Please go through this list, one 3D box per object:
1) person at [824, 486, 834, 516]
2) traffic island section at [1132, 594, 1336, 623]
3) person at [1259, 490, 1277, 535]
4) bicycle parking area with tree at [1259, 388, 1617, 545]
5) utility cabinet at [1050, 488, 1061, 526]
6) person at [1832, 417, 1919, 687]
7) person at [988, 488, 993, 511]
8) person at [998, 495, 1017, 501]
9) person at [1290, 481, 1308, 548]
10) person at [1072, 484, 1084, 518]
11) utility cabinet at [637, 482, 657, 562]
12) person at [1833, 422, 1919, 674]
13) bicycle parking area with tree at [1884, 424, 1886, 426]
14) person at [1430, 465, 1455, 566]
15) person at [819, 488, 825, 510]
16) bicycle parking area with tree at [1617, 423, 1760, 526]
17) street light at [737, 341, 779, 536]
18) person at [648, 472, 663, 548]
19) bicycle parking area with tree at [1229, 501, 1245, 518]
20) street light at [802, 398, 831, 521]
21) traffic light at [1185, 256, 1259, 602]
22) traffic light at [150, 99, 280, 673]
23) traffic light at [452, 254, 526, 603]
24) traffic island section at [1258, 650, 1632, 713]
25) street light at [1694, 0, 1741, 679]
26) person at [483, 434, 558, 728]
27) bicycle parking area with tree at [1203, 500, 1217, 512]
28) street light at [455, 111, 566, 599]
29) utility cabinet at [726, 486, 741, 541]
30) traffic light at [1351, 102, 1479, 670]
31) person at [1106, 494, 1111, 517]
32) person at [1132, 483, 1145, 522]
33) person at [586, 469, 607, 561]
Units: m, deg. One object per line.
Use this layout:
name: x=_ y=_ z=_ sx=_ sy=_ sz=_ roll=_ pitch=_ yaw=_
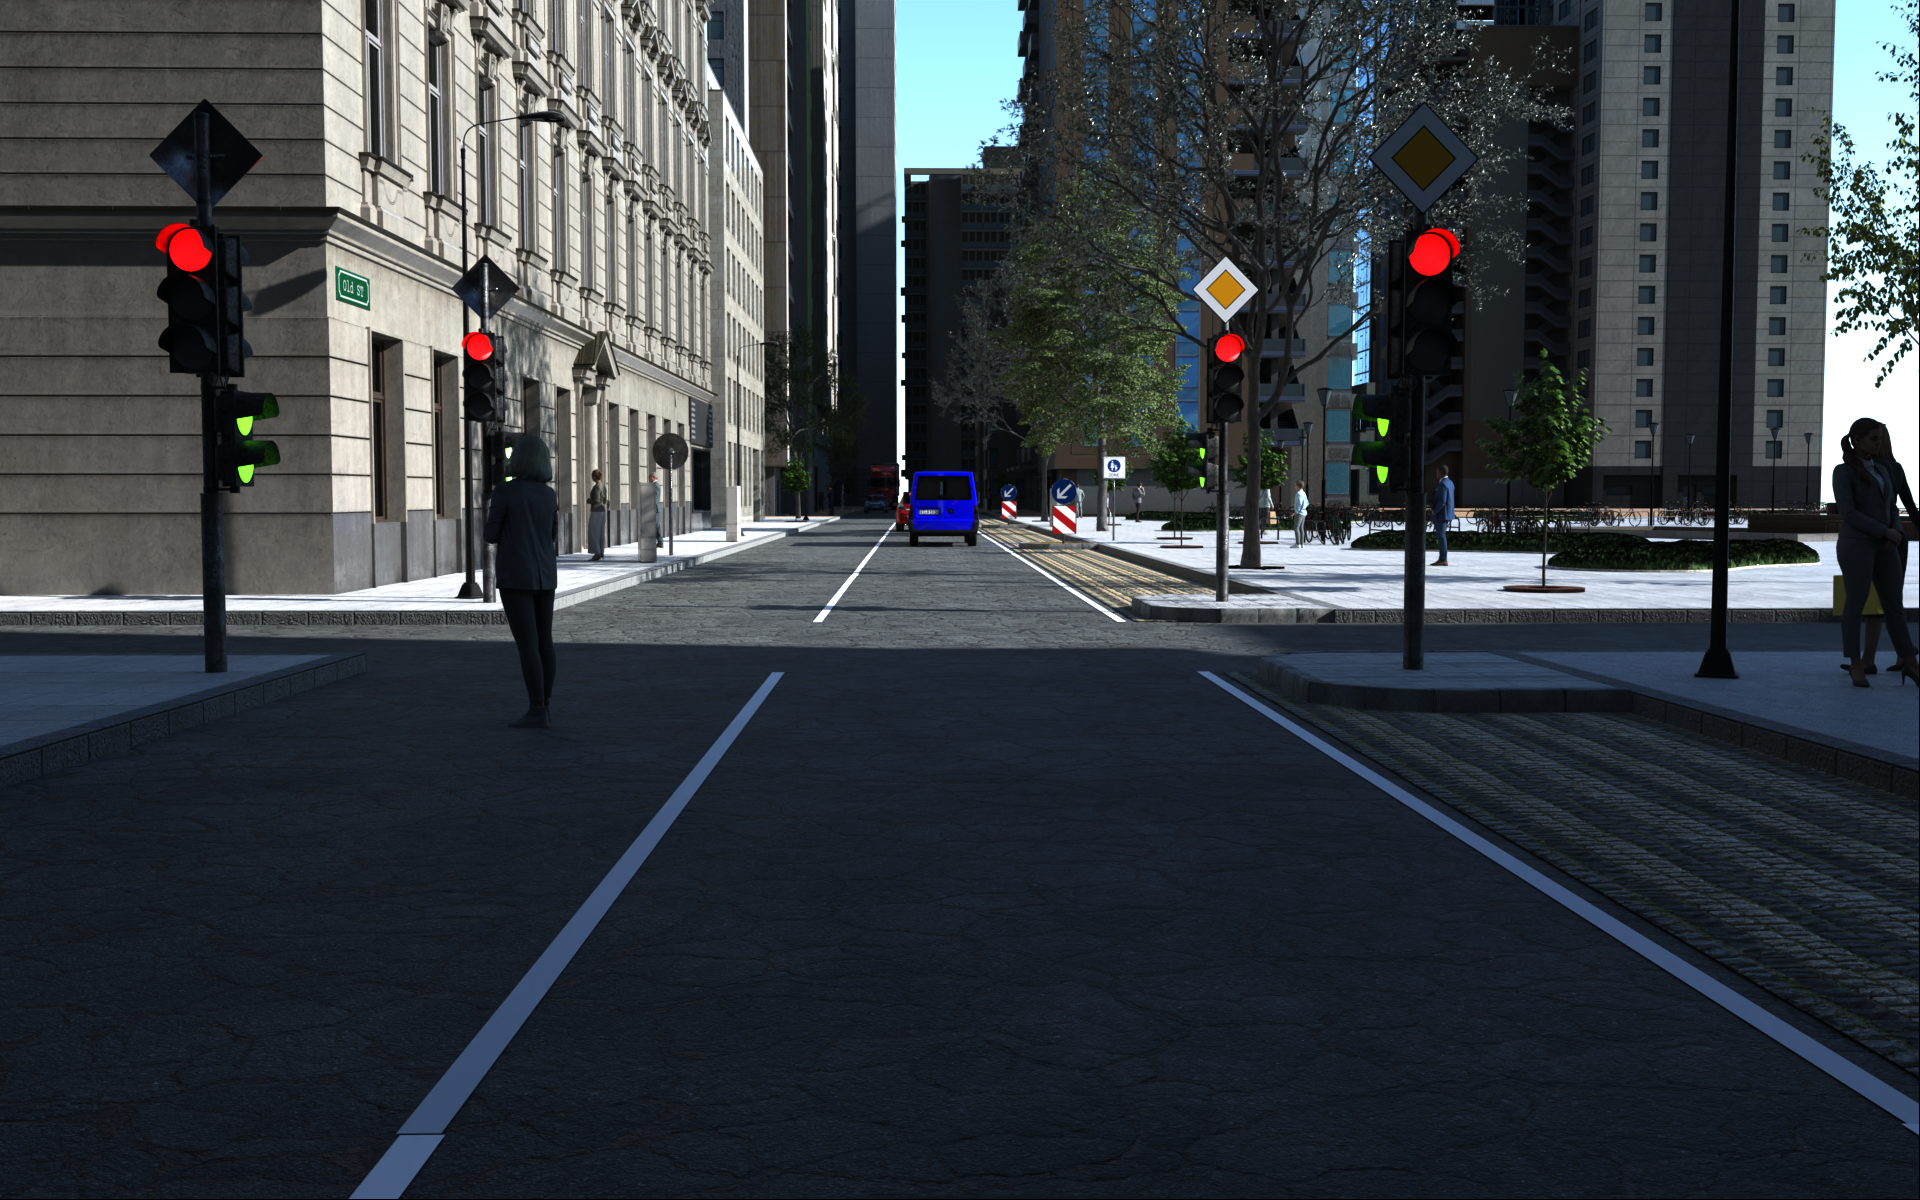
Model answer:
person: x=-7.738 y=-5.874 z=102.534 sx=0.568 sy=1.767 sz=0.683 roll=0 pitch=3 yaw=0
traffic island section: x=3.154 y=0.097 z=20.700 sx=2.009 sy=0.180 sz=2.903 roll=0 pitch=4 yaw=-1
person: x=9.532 y=-2.910 z=54.103 sx=0.515 sy=1.767 sz=0.782 roll=-2 pitch=4 yaw=-24
bicycle parking area with tree: x=12.409 y=-3.667 z=46.956 sx=8.231 sy=4.147 sz=9.016 roll=1 pitch=4 yaw=8
utility cabinet: x=3.771 y=-3.644 z=68.258 sx=0.318 sy=1.500 sz=1.173 roll=1 pitch=4 yaw=11
person: x=6.130 y=-0.316 z=11.491 sx=0.520 sy=1.790 sz=0.573 roll=-3 pitch=5 yaw=-39
person: x=2.366 y=-7.636 z=131.581 sx=0.721 sy=1.739 sz=1.217 roll=0 pitch=4 yaw=8
person: x=3.009 y=-6.388 z=110.426 sx=1.348 sy=1.831 sz=0.705 roll=-2 pitch=4 yaw=-26
person: x=8.078 y=-2.039 z=41.193 sx=0.330 sy=1.601 sz=0.589 roll=3 pitch=5 yaw=39
person: x=6.339 y=-5.303 z=92.850 sx=0.635 sy=1.810 sz=0.391 roll=-1 pitch=4 yaw=-23
utility cabinet: x=-5.908 y=-1.472 z=32.741 sx=0.318 sy=1.500 sz=1.173 roll=-1 pitch=4 yaw=-13
person: x=6.951 y=-0.379 z=12.457 sx=1.509 sy=1.804 sz=0.699 roll=0 pitch=4 yaw=-7
bicycle parking area with tree: x=36.527 y=-5.252 z=72.873 sx=9.016 sy=4.147 sz=8.231 roll=-1 pitch=4 yaw=-10
person: x=8.623 y=-1.512 z=30.947 sx=0.419 sy=1.800 sz=0.721 roll=1 pitch=4 yaw=22
person: x=-10.977 y=-7.930 z=136.259 sx=0.434 sy=1.755 sz=0.990 roll=-3 pitch=5 yaw=-42
bicycle parking area with tree: x=26.419 y=-5.195 z=71.934 sx=9.016 sy=4.147 sz=8.231 roll=-1 pitch=4 yaw=-17
street light: x=-6.214 y=-4.907 z=52.777 sx=1.470 sy=5.913 sz=1.316 roll=0 pitch=4 yaw=-1
person: x=-7.369 y=-2.141 z=41.231 sx=0.590 sy=1.801 sz=0.661 roll=0 pitch=4 yaw=-7
bicycle parking area with tree: x=16.149 y=-5.103 z=70.442 sx=8.231 sy=4.147 sz=9.016 roll=-1 pitch=4 yaw=-13
street light: x=-6.923 y=-6.805 z=83.803 sx=1.470 sy=5.913 sz=1.316 roll=0 pitch=4 yaw=-1
traffic light: x=3.113 y=-1.937 z=20.585 sx=0.839 sy=4.253 sz=0.868 roll=0 pitch=4 yaw=-1
traffic light: x=-5.349 y=-1.434 z=12.375 sx=0.839 sy=4.253 sz=0.868 roll=0 pitch=4 yaw=-1
traffic light: x=-5.545 y=-1.923 z=20.358 sx=0.839 sy=4.253 sz=0.868 roll=0 pitch=4 yaw=-1
traffic island section: x=3.350 y=0.585 z=12.717 sx=2.009 sy=0.180 sz=2.903 roll=0 pitch=4 yaw=-1
street light: x=4.792 y=-2.414 z=12.005 sx=1.470 sy=5.913 sz=1.316 roll=0 pitch=4 yaw=-1
person: x=-2.742 y=-0.126 z=10.746 sx=0.526 sy=1.800 sz=0.537 roll=3 pitch=5 yaw=43
bicycle parking area with tree: x=16.944 y=-6.268 z=89.488 sx=9.016 sy=4.147 sz=8.231 roll=1 pitch=4 yaw=12
street light: x=-5.485 y=-2.974 z=21.158 sx=1.470 sy=5.913 sz=1.316 roll=0 pitch=4 yaw=-1
utility cabinet: x=-6.136 y=-2.334 z=46.843 sx=0.318 sy=1.500 sz=1.173 roll=0 pitch=4 yaw=-2
traffic light: x=3.309 y=-1.448 z=12.603 sx=0.839 sy=4.253 sz=0.868 roll=0 pitch=4 yaw=-1
person: x=7.990 y=-5.371 z=94.608 sx=0.466 sy=1.731 sz=0.760 roll=2 pitch=4 yaw=32
person: x=8.101 y=-4.429 z=78.642 sx=0.473 sy=1.802 sz=0.592 roll=-1 pitch=4 yaw=-16
person: x=-7.039 y=-1.645 z=33.480 sx=0.362 sy=1.759 sz=0.519 roll=1 pitch=4 yaw=11
